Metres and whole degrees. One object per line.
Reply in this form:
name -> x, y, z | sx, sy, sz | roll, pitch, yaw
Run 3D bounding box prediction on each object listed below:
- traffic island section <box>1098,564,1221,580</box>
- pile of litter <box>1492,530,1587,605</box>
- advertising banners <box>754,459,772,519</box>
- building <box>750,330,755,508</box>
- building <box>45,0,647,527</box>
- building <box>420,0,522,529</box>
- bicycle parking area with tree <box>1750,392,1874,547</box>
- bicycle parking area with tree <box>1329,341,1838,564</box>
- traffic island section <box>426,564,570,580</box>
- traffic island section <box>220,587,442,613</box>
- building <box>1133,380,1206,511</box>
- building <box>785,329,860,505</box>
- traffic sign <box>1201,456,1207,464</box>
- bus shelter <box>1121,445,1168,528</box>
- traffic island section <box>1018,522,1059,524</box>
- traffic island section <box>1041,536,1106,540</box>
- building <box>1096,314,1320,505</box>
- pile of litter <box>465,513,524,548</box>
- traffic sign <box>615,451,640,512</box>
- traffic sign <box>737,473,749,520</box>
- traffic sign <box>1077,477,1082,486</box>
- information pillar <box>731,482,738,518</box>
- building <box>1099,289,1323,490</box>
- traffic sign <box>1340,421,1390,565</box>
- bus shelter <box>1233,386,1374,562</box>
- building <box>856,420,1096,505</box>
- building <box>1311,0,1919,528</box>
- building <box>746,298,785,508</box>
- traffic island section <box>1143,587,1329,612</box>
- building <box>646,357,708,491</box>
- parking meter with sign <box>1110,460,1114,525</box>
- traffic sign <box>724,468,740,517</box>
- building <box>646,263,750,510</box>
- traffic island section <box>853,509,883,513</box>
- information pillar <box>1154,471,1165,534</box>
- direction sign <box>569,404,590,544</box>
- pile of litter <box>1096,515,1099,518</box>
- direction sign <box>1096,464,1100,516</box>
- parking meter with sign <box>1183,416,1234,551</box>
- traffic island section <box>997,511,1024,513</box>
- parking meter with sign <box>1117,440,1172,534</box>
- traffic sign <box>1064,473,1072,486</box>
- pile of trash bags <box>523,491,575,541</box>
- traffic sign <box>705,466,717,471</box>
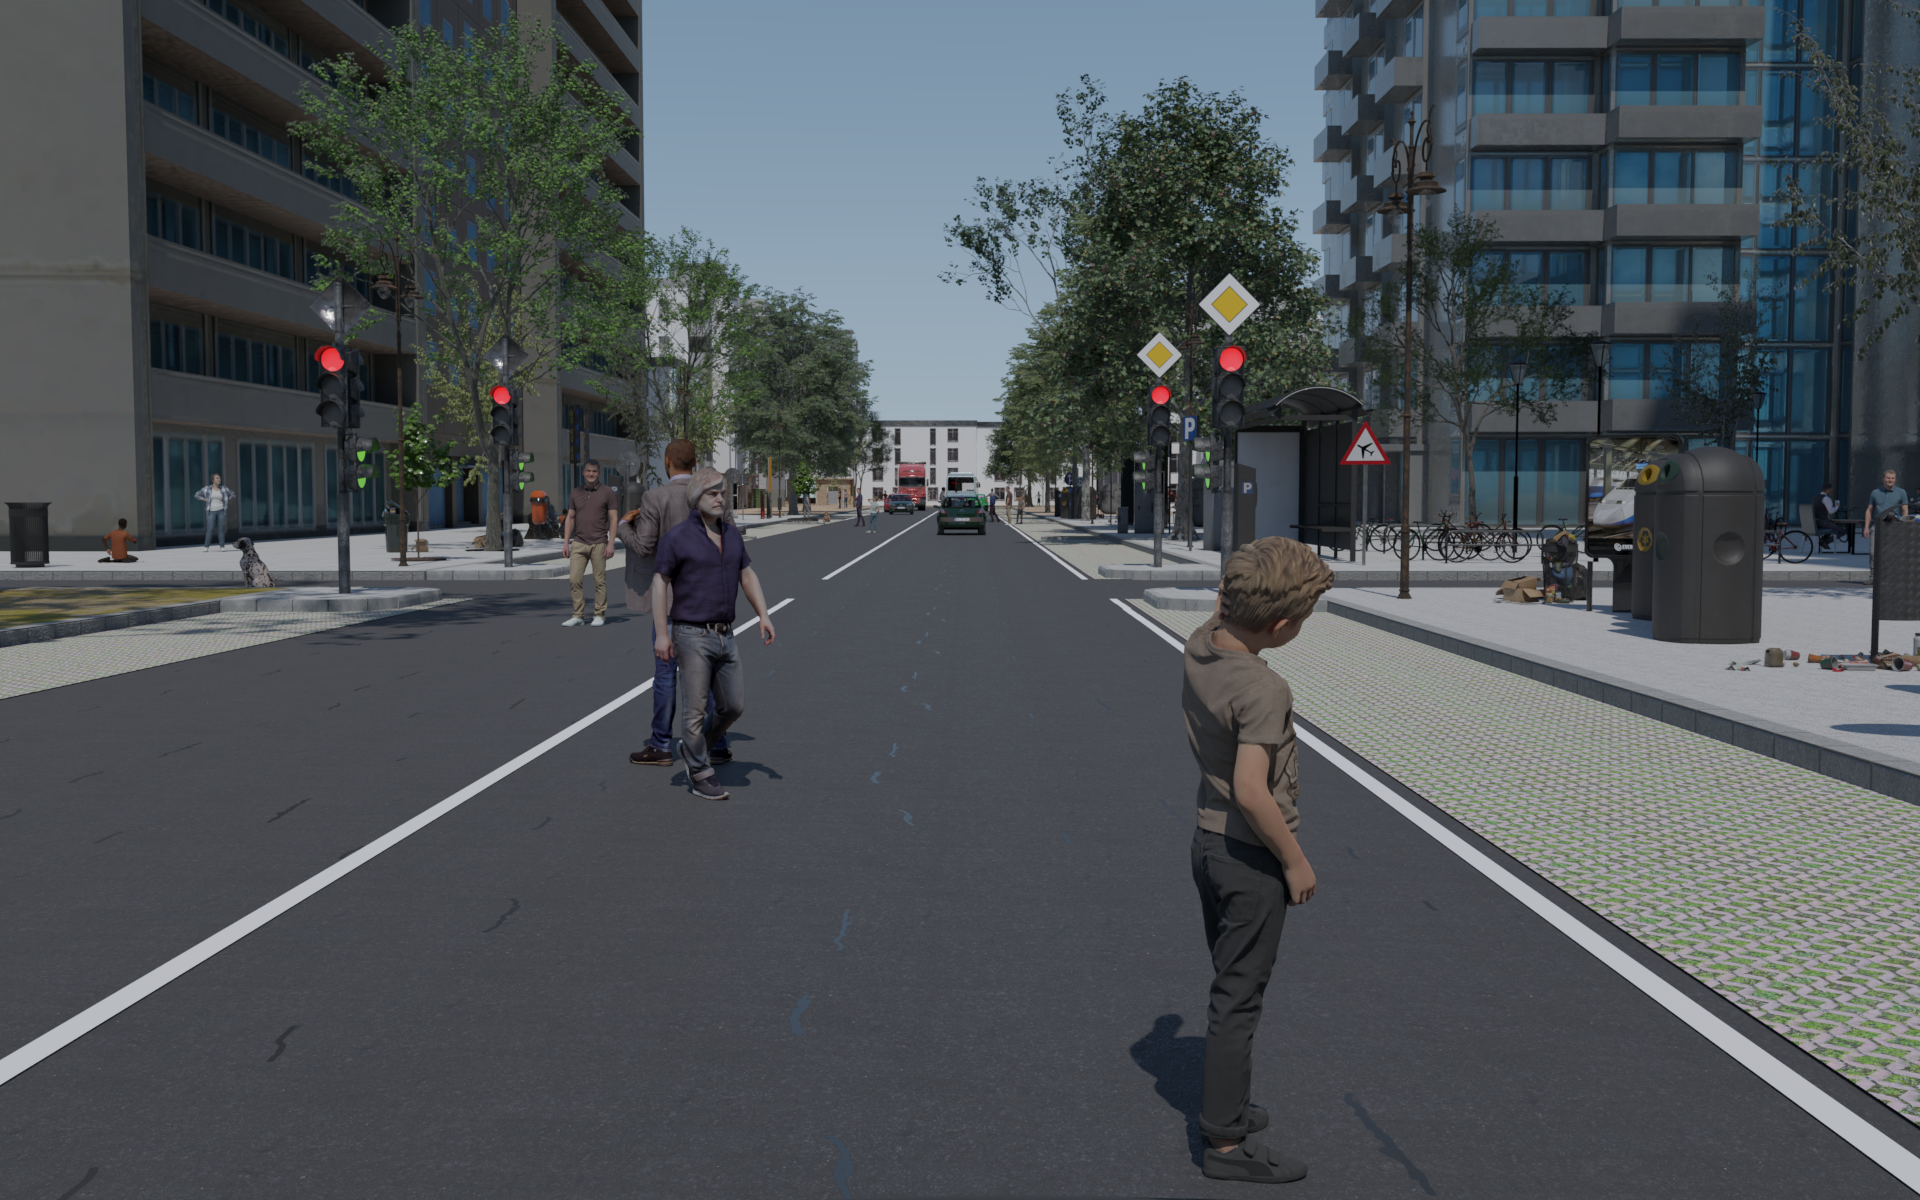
traffic island section -> 3.479, -0.489, 30.280 | 2.009, 0.180, 2.903 | 0, 4, 0
pile of litter -> 6.947, -0.419, 20.812 | 1.719, 0.858, 1.176 | -3, 4, -36
advertising banners -> -10.089, -5.653, 88.619 | 0.090, 3.025, 2.074 | 1, 4, 17
building -> -26.229, -18.029, 151.195 | 16.016, 20.091, 11.380 | 0, 4, 0
building -> -27.986, -28.154, 84.020 | 21.300, 48.544, 21.600 | 0, 4, 0
building -> -25.749, -25.452, 66.243 | 14.600, 45.320, 14.200 | 0, 4, 0
bicycle parking area with tree -> 25.046, -3.774, 48.710 | 8.231, 4.147, 9.016 | 1, 4, 17
bicycle parking area with tree -> 11.935, -2.952, 35.261 | 9.016, 4.147, 8.231 | 1, 4, 15
traffic island section -> -7.923, -0.492, 30.328 | 2.009, 0.180, 2.903 | 0, 4, 0
traffic island section -> -7.953, -0.004, 22.343 | 2.009, 0.180, 2.903 | 0, 4, 0
building -> 18.430, -11.360, 127.883 | 9.099, 9.664, 28.070 | 0, 4, 0
building -> -17.963, -21.337, 205.277 | 11.380, 20.091, 16.016 | 0, 4, 0
traffic sign -> 7.870, -3.292, 53.934 | 0.768, 2.556, 0.104 | 0, 4, 5
bus shelter -> 7.095, -4.706, 68.234 | 1.731, 3.624, 6.357 | 0, 4, 0
traffic island section -> 3.684, -3.666, 82.804 | 1.991, 0.108, 1.994 | 0, 4, 0
traffic island section -> 3.573, -1.962, 54.944 | 1.991, 0.108, 1.994 | 0, 4, 0
building -> 32.386, -22.393, 210.103 | 32.646, 21.610, 27.936 | 0, 4, 0
pile of litter -> -11.230, -1.698, 41.731 | 1.176, 0.858, 1.719 | 3, 4, 38
traffic sign -> -9.806, -3.120, 51.112 | 0.768, 2.556, 0.104 | 1, 4, 9
traffic sign -> -10.673, -5.077, 85.144 | 0.606, 2.300, 0.079 | 0, 4, 5
traffic sign -> 7.096, -6.114, 102.092 | 0.606, 2.300, 0.079 | 1, 4, 9
information pillar -> -11.896, -5.311, 91.322 | 0.304, 2.012, 0.304 | -2, 4, -25
building -> 22.113, -17.790, 157.323 | 16.747, 18.905, 31.486 | 0, 4, 0
traffic sign -> 7.258, -1.900, 31.065 | 0.884, 2.594, 0.081 | 1, 4, 10
bus shelter -> 6.736, -2.522, 35.152 | 2.014, 3.302, 5.546 | 0, 4, 0
building -> 1.904, -15.854, 201.366 | 28.070, 9.664, 9.099 | 0, 4, 0
building -> 28.375, -27.940, 76.430 | 23.786, 49.044, 30.456 | 0, 4, 0
building -> -33.324, -18.270, 165.175 | 31.486, 18.905, 16.747 | 0, 4, 0
traffic island section -> 3.448, -0.001, 22.295 | 2.009, 0.180, 2.903 | 0, 4, 0
building -> -21.976, -10.876, 119.974 | 9.099, 9.664, 28.070 | 0, 4, 0
parking meter with sign -> 7.120, -4.650, 72.292 | 1.738, 3.016, 0.543 | 1, 4, 16
traffic sign -> -11.010, -5.113, 83.708 | 0.768, 2.556, 0.104 | 0, 4, 3
building -> -25.946, -17.334, 139.835 | 16.016, 20.091, 11.380 | 0, 4, 0
traffic island section -> -7.198, -6.760, 133.399 | 1.991, 0.108, 1.994 | 0, 4, 0
information pillar -> 6.395, -3.122, 55.538 | 0.304, 2.012, 0.304 | 0, 4, 1
direction sign -> -9.808, -3.190, 44.155 | 0.379, 3.537, 0.876 | -2, 4, -28
pile of litter -> 6.925, -4.897, 94.023 | 1.176, 0.858, 1.719 | -2, 4, -26
direction sign -> 8.119, -6.711, 101.722 | 0.379, 3.537, 0.876 | 1, 4, 12
parking meter with sign -> 5.915, -2.624, 39.157 | 1.738, 3.016, 0.543 | -2, 4, -26
traffic island section -> 3.881, -6.749, 133.210 | 1.991, 0.108, 1.994 | 0, 4, 0
parking meter with sign -> 5.987, -3.670, 56.270 | 1.738, 3.016, 0.543 | 0, 4, 4
traffic sign -> 6.598, -6.317, 103.393 | 0.768, 2.556, 0.104 | 0, 4, 7
pile of trash bags -> -11.529, -2.418, 49.281 | 1.912, 1.369, 3.447 | 0, 4, 3
traffic sign -> -11.460, -4.842, 79.269 | 0.768, 2.556, 0.104 | 0, 4, 2
